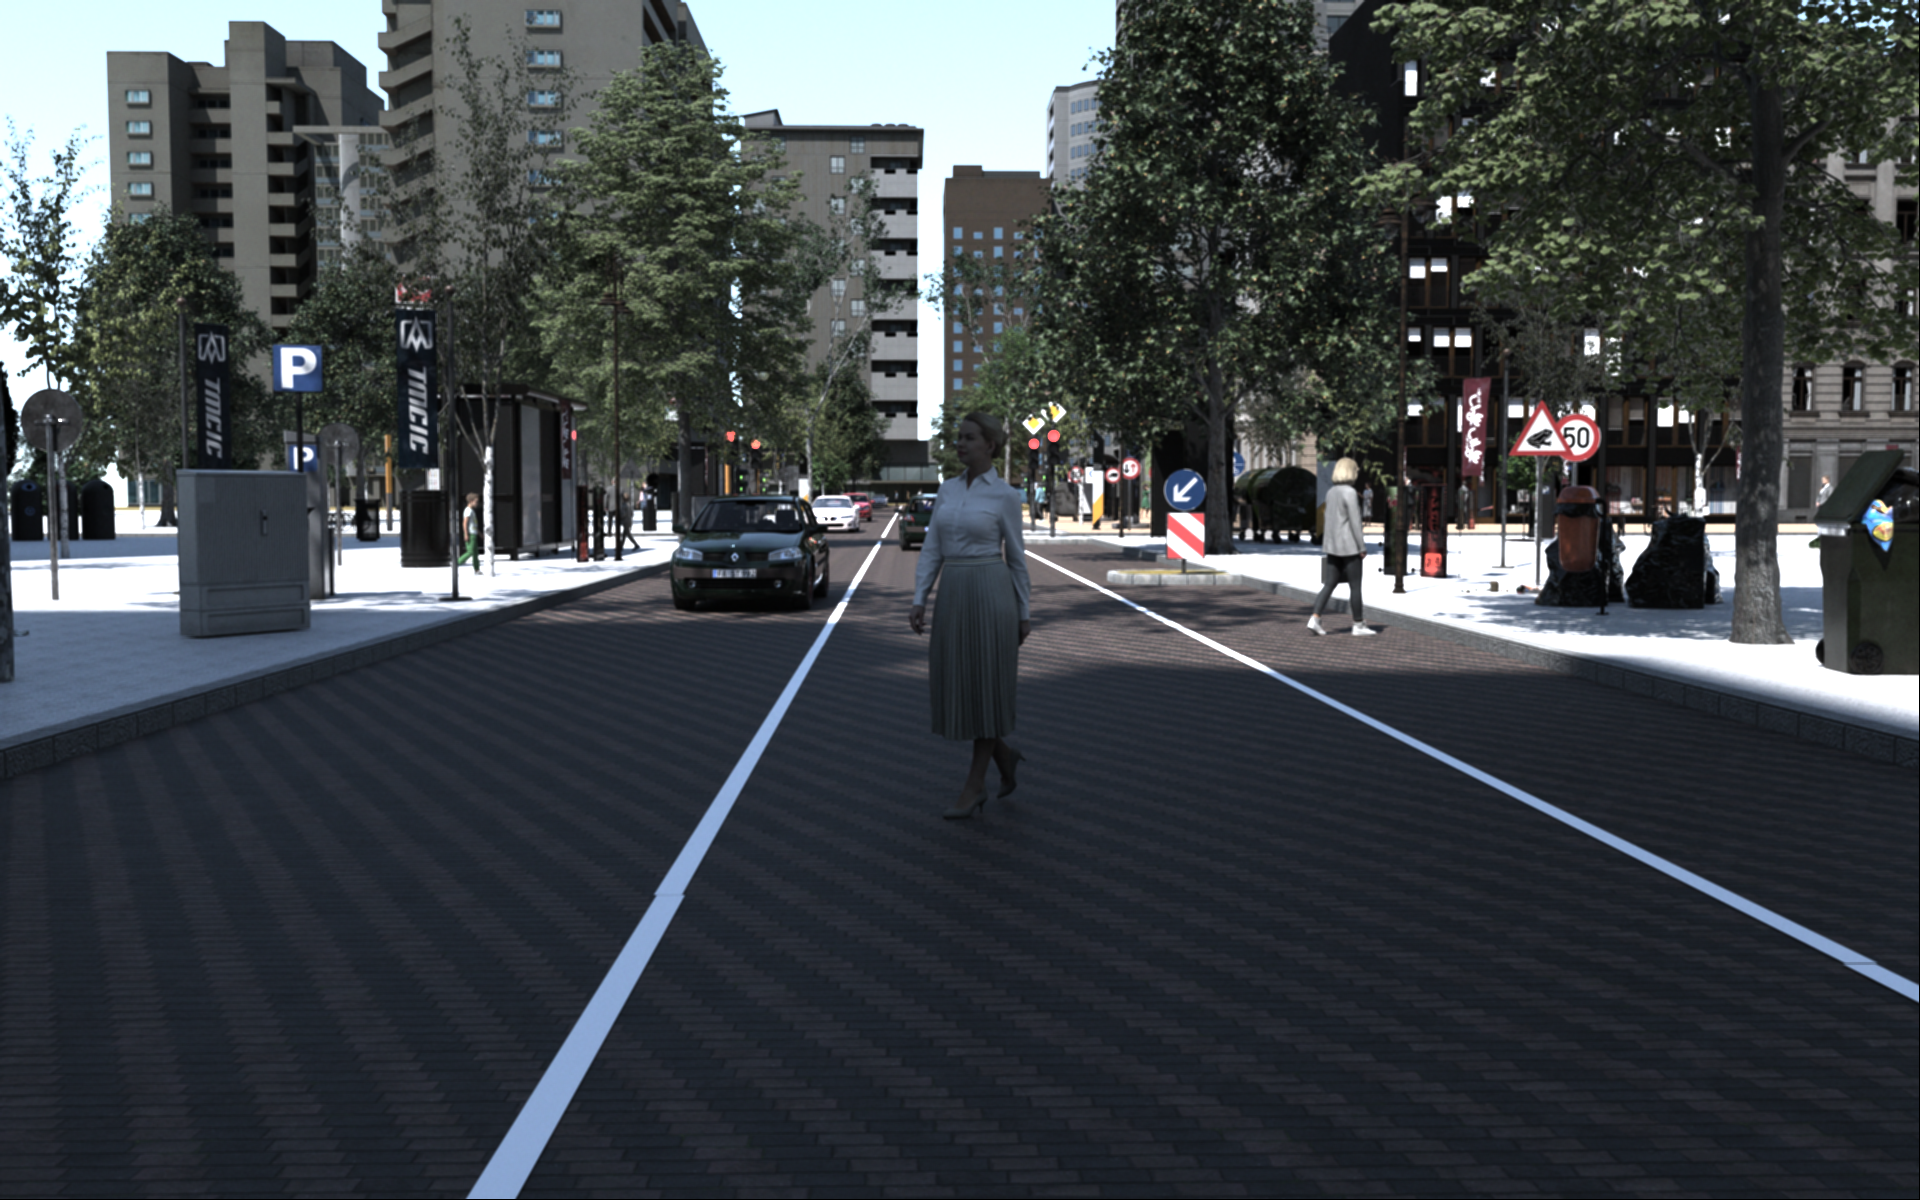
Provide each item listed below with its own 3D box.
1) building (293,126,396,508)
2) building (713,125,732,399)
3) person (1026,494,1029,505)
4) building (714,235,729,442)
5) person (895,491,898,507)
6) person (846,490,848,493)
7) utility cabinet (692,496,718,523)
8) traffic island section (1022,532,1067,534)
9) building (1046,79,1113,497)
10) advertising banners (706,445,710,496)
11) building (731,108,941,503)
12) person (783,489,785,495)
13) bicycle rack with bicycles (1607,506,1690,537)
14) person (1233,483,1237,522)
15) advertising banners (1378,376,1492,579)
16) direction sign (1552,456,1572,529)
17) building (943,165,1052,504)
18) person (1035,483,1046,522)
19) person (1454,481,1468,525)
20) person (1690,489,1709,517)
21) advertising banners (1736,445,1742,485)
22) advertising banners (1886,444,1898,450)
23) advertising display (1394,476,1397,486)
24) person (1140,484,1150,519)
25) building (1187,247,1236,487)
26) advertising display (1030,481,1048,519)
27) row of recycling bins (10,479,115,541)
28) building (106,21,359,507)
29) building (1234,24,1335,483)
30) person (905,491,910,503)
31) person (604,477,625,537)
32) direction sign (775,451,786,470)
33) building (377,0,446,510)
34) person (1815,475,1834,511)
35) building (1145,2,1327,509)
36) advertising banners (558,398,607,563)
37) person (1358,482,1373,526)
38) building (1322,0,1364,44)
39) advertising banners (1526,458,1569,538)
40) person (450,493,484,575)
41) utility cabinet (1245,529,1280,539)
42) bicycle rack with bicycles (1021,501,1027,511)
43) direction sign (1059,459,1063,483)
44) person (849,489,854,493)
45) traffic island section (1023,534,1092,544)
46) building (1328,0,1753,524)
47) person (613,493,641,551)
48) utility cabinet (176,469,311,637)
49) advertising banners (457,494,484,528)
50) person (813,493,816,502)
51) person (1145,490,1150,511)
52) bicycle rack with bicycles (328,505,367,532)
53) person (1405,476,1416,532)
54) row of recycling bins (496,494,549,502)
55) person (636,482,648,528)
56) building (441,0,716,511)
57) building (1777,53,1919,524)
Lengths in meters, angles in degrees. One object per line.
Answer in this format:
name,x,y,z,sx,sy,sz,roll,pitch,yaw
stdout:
building,-51.219,-29.784,178.842,23.993,40.220,32.217,0,4,-2
building,-44.163,-40.012,243.432,27.495,52.752,28.713,0,4,-2
person,8.222,-12.223,206.416,0.721,1.766,1.217,-2,4,-27
building,-32.425,-25.465,188.052,14.107,30.474,14.160,0,4,-2
person,-7.262,-11.562,197.520,0.705,1.826,1.348,0,4,-7
person,-11.974,-10.727,182.141,1.217,1.736,0.721,2,4,30
utility cabinet,-6.928,-2.189,46.945,0.306,1.237,1.020,3,4,38
traffic island section,2.518,-2.251,59.077,2.009,0.180,2.903,0,4,-2
building,26.647,-42.802,241.819,28.212,58.520,21.231,0,4,-2
advertising banners,-8.683,-3.877,59.570,0.090,3.025,2.074,0,4,-6
building,-16.717,-40.138,245.492,27.495,52.752,28.713,0,4,-2
person,-18.698,-10.898,184.089,0.599,1.838,0.709,2,4,35
bicycle rack with bicycles,20.333,-2.325,51.388,2.852,0.926,2.925,1,4,19
person,12.487,-4.440,78.827,0.721,1.800,0.419,-3,5,-44
advertising banners,7.255,-1.856,26.531,0.090,3.025,2.074,-2,4,-35
direction sign,21.941,-4.352,63.155,0.379,3.537,0.876,-2,4,-31
building,4.882,-35.987,238.497,14.200,45.320,14.600,0,4,-2
person,3.682,-4.451,78.836,0.620,1.820,0.660,2,4,35
person,21.085,-4.058,72.500,0.850,1.850,0.679,-1,4,-17
person,26.575,-3.408,62.124,0.624,1.780,0.694,-1,4,-13
advertising banners,28.051,-4.000,61.593,0.090,3.025,2.074,0,4,-1
advertising banners,33.091,-3.925,60.354,0.090,3.025,2.074,-1,4,-20
advertising display,15.548,-3.445,61.544,0.123,1.923,0.974,2,4,24
person,9.583,-5.098,89.637,0.529,1.795,0.600,0,4,-1
building,24.420,-15.846,126.536,16.820,18.784,16.811,0,4,-2
advertising display,3.984,-5.038,87.581,0.974,1.923,0.123,-1,4,-22
row of recycling bins,-25.388,-2.500,47.994,3.534,1.692,1.069,-3,4,-39
building,-74.154,-34.205,182.945,21.600,48.544,21.300,0,4,-2
building,24.214,-19.345,102.202,13.634,28.700,20.117,0,4,-2
person,-5.621,-10.938,187.430,0.705,1.812,1.348,-1,4,-22
person,-10.153,-2.718,50.884,0.661,1.777,0.834,-2,4,-26
direction sign,-9.510,-6.105,91.812,0.379,3.537,0.876,-3,5,-42
building,-35.293,-31.789,143.448,21.300,48.544,21.600,0,4,-2
person,23.215,-2.467,46.661,0.573,1.790,0.520,-1,4,-21
building,22.734,-28.417,148.216,14.154,41.232,14.086,0,4,-2
advertising banners,-7.089,-2.223,32.533,0.090,3.025,2.074,1,4,11
person,16.061,-3.790,68.578,0.524,1.755,0.480,-3,4,-38
building,26.001,-44.439,164.828,20.563,71.187,20.611,0,4,-2
advertising banners,17.384,-3.354,51.020,2.074,3.025,0.090,-2,4,-35
person,-7.783,-1.047,27.414,0.590,1.304,0.306,-2,4,-28
utility cabinet,8.732,-2.380,50.072,1.020,1.237,0.306,1,4,15
bicycle rack with bicycles,3.600,-7.170,130.615,2.925,0.926,2.852,0,4,1
direction sign,6.433,-7.321,111.698,0.379,3.537,0.876,-2,4,-26
person,-11.948,-11.317,191.008,1.348,1.831,0.705,0,4,-2
traffic island section,2.755,-1.762,51.096,2.009,0.180,2.903,0,4,-2
building,26.021,-15.252,79.043,15.834,23.373,12.332,0,4,-2
person,-7.474,-1.742,38.793,0.640,1.303,0.475,0,4,4
utility cabinet,-6.537,-0.439,15.857,0.318,1.500,1.173,2,4,30
advertising banners,-17.148,-4.042,62.273,2.074,3.025,0.090,0,4,6
person,-15.157,-10.416,179.605,0.557,1.426,1.065,1,4,22
person,14.299,-7.687,132.270,0.362,1.759,0.519,1,4,18
bicycle rack with bicycles,-21.692,-2.808,59.285,2.925,0.926,2.852,-2,4,-34
person,15.279,-3.298,59.332,0.648,1.900,0.474,3,4,36
row of recycling bins,-14.643,-3.194,59.337,1.069,1.692,3.534,2,4,24
person,-11.900,-3.602,65.522,0.643,1.750,0.593,-3,5,-43
building,-35.319,-33.140,165.539,21.300,48.544,21.600,0,4,-2
building,43.310,-14.009,78.195,18.267,20.994,9.793,0,4,-2
